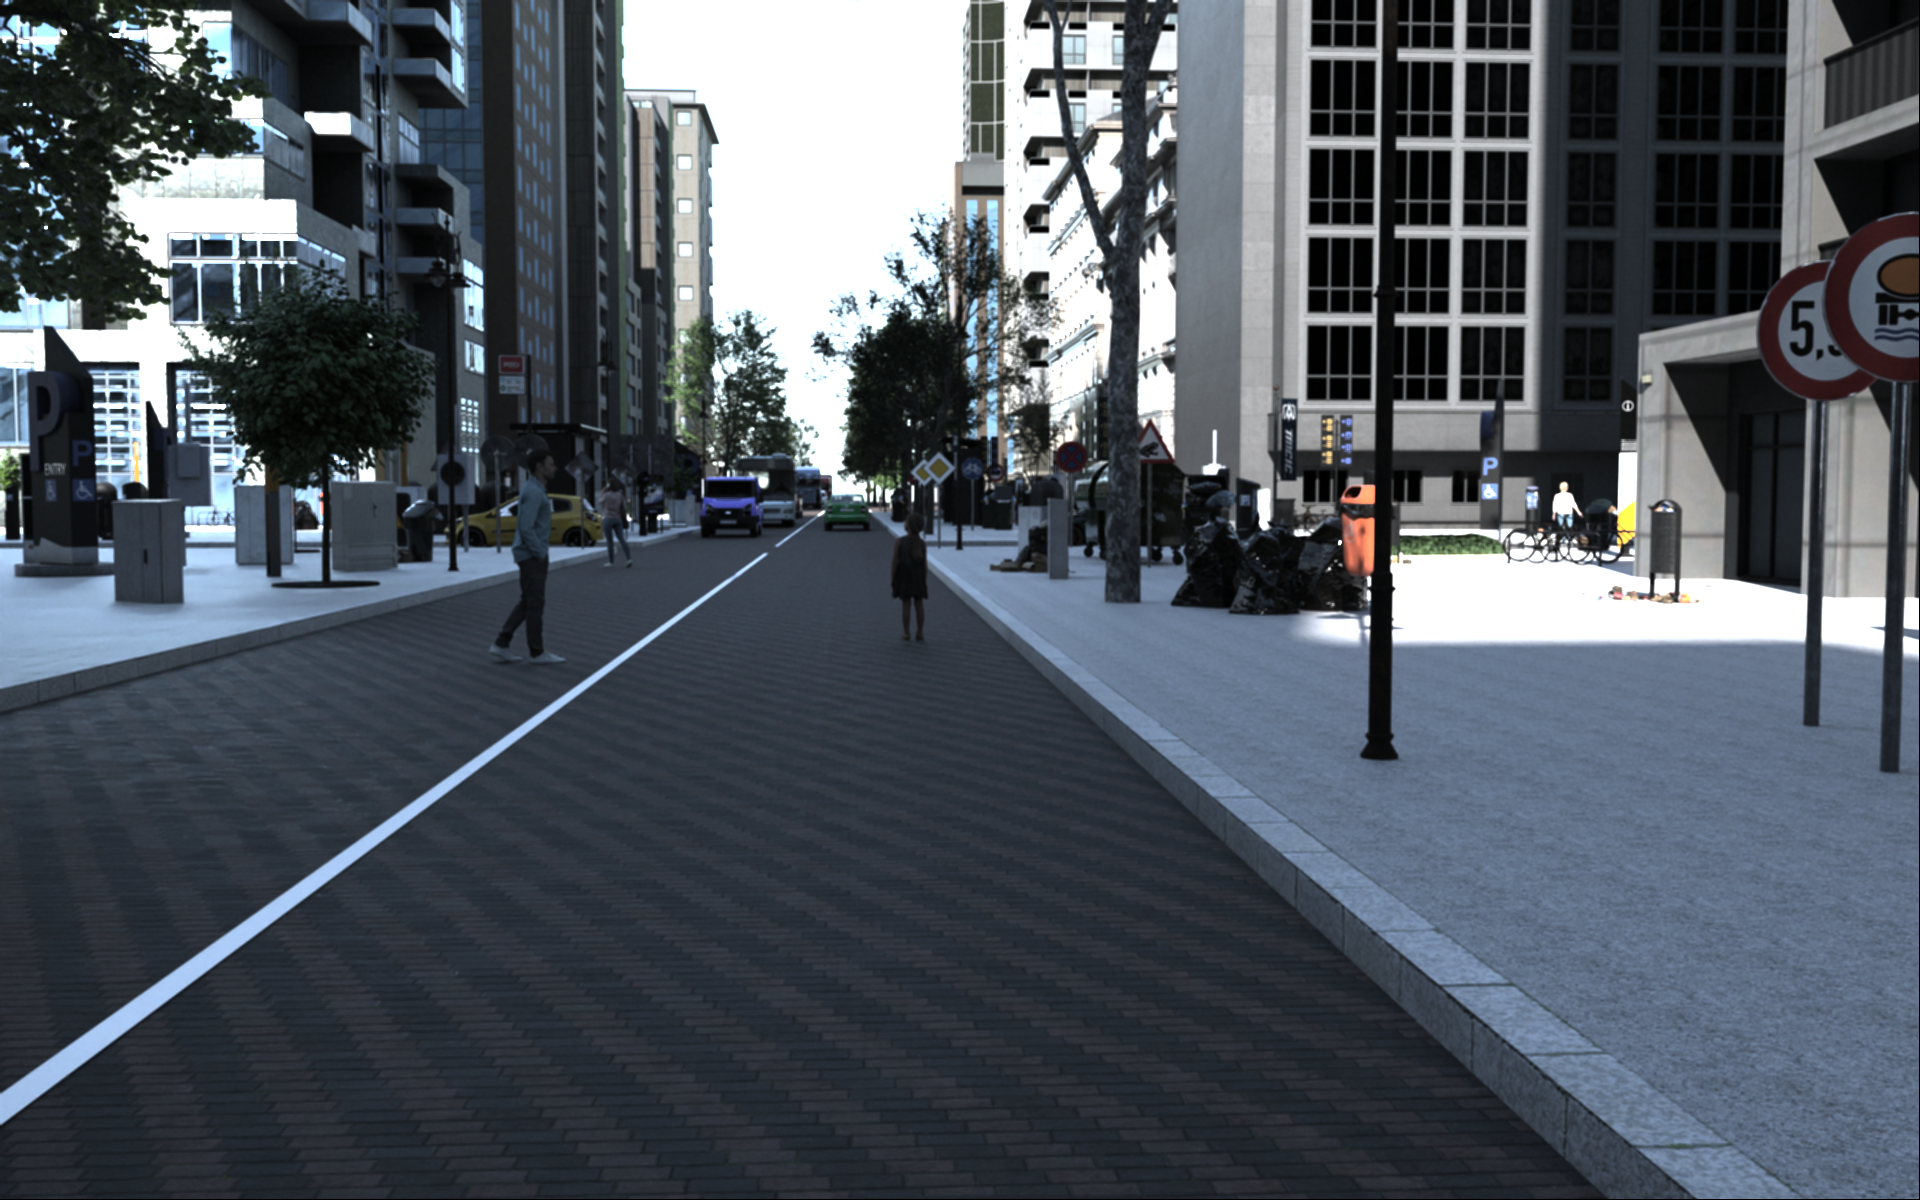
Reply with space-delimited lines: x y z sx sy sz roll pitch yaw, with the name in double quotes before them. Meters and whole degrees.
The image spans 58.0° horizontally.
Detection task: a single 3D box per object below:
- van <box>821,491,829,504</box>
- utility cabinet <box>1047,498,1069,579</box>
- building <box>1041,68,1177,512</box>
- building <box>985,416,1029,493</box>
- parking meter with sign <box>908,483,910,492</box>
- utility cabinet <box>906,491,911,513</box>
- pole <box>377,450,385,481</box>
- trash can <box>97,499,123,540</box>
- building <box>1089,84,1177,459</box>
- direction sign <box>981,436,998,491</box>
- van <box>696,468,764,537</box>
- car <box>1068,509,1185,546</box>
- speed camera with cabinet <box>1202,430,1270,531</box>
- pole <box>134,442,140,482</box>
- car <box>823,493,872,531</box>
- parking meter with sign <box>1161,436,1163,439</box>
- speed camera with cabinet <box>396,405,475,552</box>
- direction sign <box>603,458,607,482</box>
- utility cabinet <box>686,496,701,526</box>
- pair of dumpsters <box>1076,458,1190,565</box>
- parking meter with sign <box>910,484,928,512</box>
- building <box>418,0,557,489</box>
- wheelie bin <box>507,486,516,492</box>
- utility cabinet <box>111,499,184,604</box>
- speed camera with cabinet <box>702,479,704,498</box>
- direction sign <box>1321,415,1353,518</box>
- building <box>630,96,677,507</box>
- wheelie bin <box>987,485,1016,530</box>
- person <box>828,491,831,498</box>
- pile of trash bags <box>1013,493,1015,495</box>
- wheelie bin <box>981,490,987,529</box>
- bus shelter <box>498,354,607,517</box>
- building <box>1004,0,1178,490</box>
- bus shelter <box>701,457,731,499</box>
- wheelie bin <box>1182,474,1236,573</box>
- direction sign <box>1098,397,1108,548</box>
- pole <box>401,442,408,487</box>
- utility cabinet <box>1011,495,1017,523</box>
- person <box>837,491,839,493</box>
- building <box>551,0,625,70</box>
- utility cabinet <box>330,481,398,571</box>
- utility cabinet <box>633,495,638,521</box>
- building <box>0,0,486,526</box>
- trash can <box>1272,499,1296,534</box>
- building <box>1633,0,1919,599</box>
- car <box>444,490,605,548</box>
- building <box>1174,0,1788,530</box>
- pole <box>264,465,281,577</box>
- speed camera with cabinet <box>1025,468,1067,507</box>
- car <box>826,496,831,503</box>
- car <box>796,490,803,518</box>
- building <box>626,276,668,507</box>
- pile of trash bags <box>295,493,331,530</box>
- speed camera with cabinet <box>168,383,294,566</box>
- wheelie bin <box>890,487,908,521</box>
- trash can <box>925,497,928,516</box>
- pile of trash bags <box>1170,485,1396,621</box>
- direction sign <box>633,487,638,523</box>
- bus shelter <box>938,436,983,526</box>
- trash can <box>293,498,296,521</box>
"van" -17.007 -12.469 210.882 2.013 2.044 4.112 0 4 -4
"utility cabinet" 1.509 -0.942 26.561 0.306 1.237 1.020 0 4 1
"building" 12.798 -19.267 112.283 12.463 27.353 25.104 0 4 -4
"building" 18.343 -29.725 177.886 32.217 40.220 23.993 0 4 -4
"parking meter with sign" -3.769 -7.811 123.964 1.738 3.016 0.543 0 4 4
"utility cabinet" -3.369 -6.095 108.330 0.318 1.500 1.173 1 4 13
"pole" -16.556 -3.406 49.532 0.158 3.312 0.155 0 3 0
"trash can" -23.814 -2.256 48.533 0.748 1.137 0.748 0 3 0
"building" 14.805 -15.058 87.993 13.314 21.916 24.055 0 4 -4
"direction sign" 1.149 -4.647 67.981 0.876 3.537 0.379 -3 5 -40
"van" -7.773 -3.347 59.104 2.240 2.365 5.245 0 4 -4
"car" 3.982 -2.119 44.429 4.222 1.686 2.009 0 4 -2
"speed camera with cabinet" 8.597 -3.651 54.023 2.038 3.252 0.660 0 4 0
"pole" -32.223 -4.525 67.829 0.158 3.312 0.155 0 3 0
"car" -4.506 -3.704 69.356 1.959 1.807 4.718 0 4 -3
"parking meter with sign" 5.155 -3.385 51.604 1.738 3.016 0.543 -2 4 -29
"speed camera with cabinet" -11.790 -2.680 38.160 2.038 3.252 0.660 0 4 0
"direction sign" -22.239 -7.194 109.626 0.379 3.537 0.876 3 5 41
"utility cabinet" -10.755 -3.588 69.818 0.306 1.237 1.020 -2 4 -29
"pair of dumpsters" 3.281 -1.878 33.204 1.574 2.255 4.437 0 4 -4
"parking meter with sign" -2.067 -6.850 108.262 1.738 3.016 0.543 1 4 10
"building" -34.786 -28.327 113.254 14.600 45.320 14.200 0 4 -4
"wheelie bin" -18.364 -3.804 70.103 0.980 1.594 0.693 1 4 9
"utility cabinet" -9.649 -0.575 20.561 1.020 1.237 0.306 2 4 34
"speed camera with cabinet" -14.321 -6.422 99.332 2.038 3.252 0.660 0 4 -7
"direction sign" 10.760 -3.519 49.539 0.876 3.537 0.379 0 4 4
"building" -36.112 -29.901 172.480 14.154 41.232 14.086 0 4 -4
"wheelie bin" 1.537 -3.326 62.288 0.980 1.594 0.693 0 4 1
"person" -17.460 -13.741 233.121 0.705 1.831 1.348 -3 5 -40
"pile of trash bags" 2.358 -6.858 121.886 3.447 1.369 1.912 0 4 3
"wheelie bin" 1.119 -3.471 64.663 0.693 1.594 0.980 0 4 1
"bus shelter" -12.362 -4.589 52.658 2.179 5.291 8.768 0 4 -4
"building" 18.386 -34.380 151.359 28.713 52.752 27.495 0 4 -4
"bus shelter" -15.966 -7.446 113.031 1.731 3.624 6.357 0 4 -4
"wheelie bin" 4.016 -1.229 28.002 0.980 1.594 0.693 1 4 23
"direction sign" 3.544 -2.979 40.705 0.876 3.537 0.379 -3 5 -42
"pole" -15.154 -3.266 47.249 0.158 3.312 0.155 0 3 0
"utility cabinet" 2.597 -4.057 77.500 1.020 1.237 0.306 -2 4 -23
"person" -15.527 -12.978 220.672 0.705 1.826 1.348 -1 4 -22
"building" -32.788 -27.246 129.069 14.154 41.232 14.086 0 4 -4
"utility cabinet" -9.949 -1.241 28.964 0.318 1.500 1.173 2 4 27
"utility cabinet" -15.460 -4.365 82.525 0.306 1.237 1.020 -1 4 -18
"building" -35.496 -47.014 81.345 22.319 86.520 31.000 0 4 -4
"trash can" 9.884 -2.519 52.847 0.748 1.137 0.748 0 3 0
"building" 21.231 -35.272 14.944 20.563 71.187 20.611 0 4 -4
"car" -11.045 -2.066 44.007 3.980 1.641 2.015 0 4 -5
"building" 21.429 -16.719 66.857 24.014 27.812 14.314 0 4 -4
"pole" -10.657 -2.016 26.805 0.158 3.312 0.155 0 3 0
"speed camera with cabinet" 3.697 -4.975 75.683 2.038 3.252 0.660 3 5 39
"car" -9.988 -8.100 142.216 2.009 1.686 4.222 0 4 -3
"car" -10.549 -5.833 104.048 2.281 1.827 5.304 0 4 -2
"building" -41.013 -18.720 151.103 27.650 21.520 28.899 0 4 -4
"pile of trash bags" -23.196 -3.249 62.874 1.912 1.369 3.447 -1 4 -14
"speed camera with cabinet" -13.166 -2.262 31.314 2.038 3.252 0.660 -1 4 -20
"wheelie bin" -2.896 -4.579 82.781 0.693 1.594 0.980 -3 4 -36
"trash can" -2.188 -5.404 100.011 0.748 1.137 0.748 0 3 0
"pile of trash bags" 3.717 -0.558 18.883 1.912 1.369 3.447 -1 4 -17
"direction sign" -14.564 -5.228 77.481 0.379 3.537 0.876 3 5 43
"bus shelter" -0.015 -4.993 72.922 1.731 3.624 6.357 0 4 -4
"trash can" -22.145 -2.764 56.839 0.748 1.137 0.748 0 3 0
